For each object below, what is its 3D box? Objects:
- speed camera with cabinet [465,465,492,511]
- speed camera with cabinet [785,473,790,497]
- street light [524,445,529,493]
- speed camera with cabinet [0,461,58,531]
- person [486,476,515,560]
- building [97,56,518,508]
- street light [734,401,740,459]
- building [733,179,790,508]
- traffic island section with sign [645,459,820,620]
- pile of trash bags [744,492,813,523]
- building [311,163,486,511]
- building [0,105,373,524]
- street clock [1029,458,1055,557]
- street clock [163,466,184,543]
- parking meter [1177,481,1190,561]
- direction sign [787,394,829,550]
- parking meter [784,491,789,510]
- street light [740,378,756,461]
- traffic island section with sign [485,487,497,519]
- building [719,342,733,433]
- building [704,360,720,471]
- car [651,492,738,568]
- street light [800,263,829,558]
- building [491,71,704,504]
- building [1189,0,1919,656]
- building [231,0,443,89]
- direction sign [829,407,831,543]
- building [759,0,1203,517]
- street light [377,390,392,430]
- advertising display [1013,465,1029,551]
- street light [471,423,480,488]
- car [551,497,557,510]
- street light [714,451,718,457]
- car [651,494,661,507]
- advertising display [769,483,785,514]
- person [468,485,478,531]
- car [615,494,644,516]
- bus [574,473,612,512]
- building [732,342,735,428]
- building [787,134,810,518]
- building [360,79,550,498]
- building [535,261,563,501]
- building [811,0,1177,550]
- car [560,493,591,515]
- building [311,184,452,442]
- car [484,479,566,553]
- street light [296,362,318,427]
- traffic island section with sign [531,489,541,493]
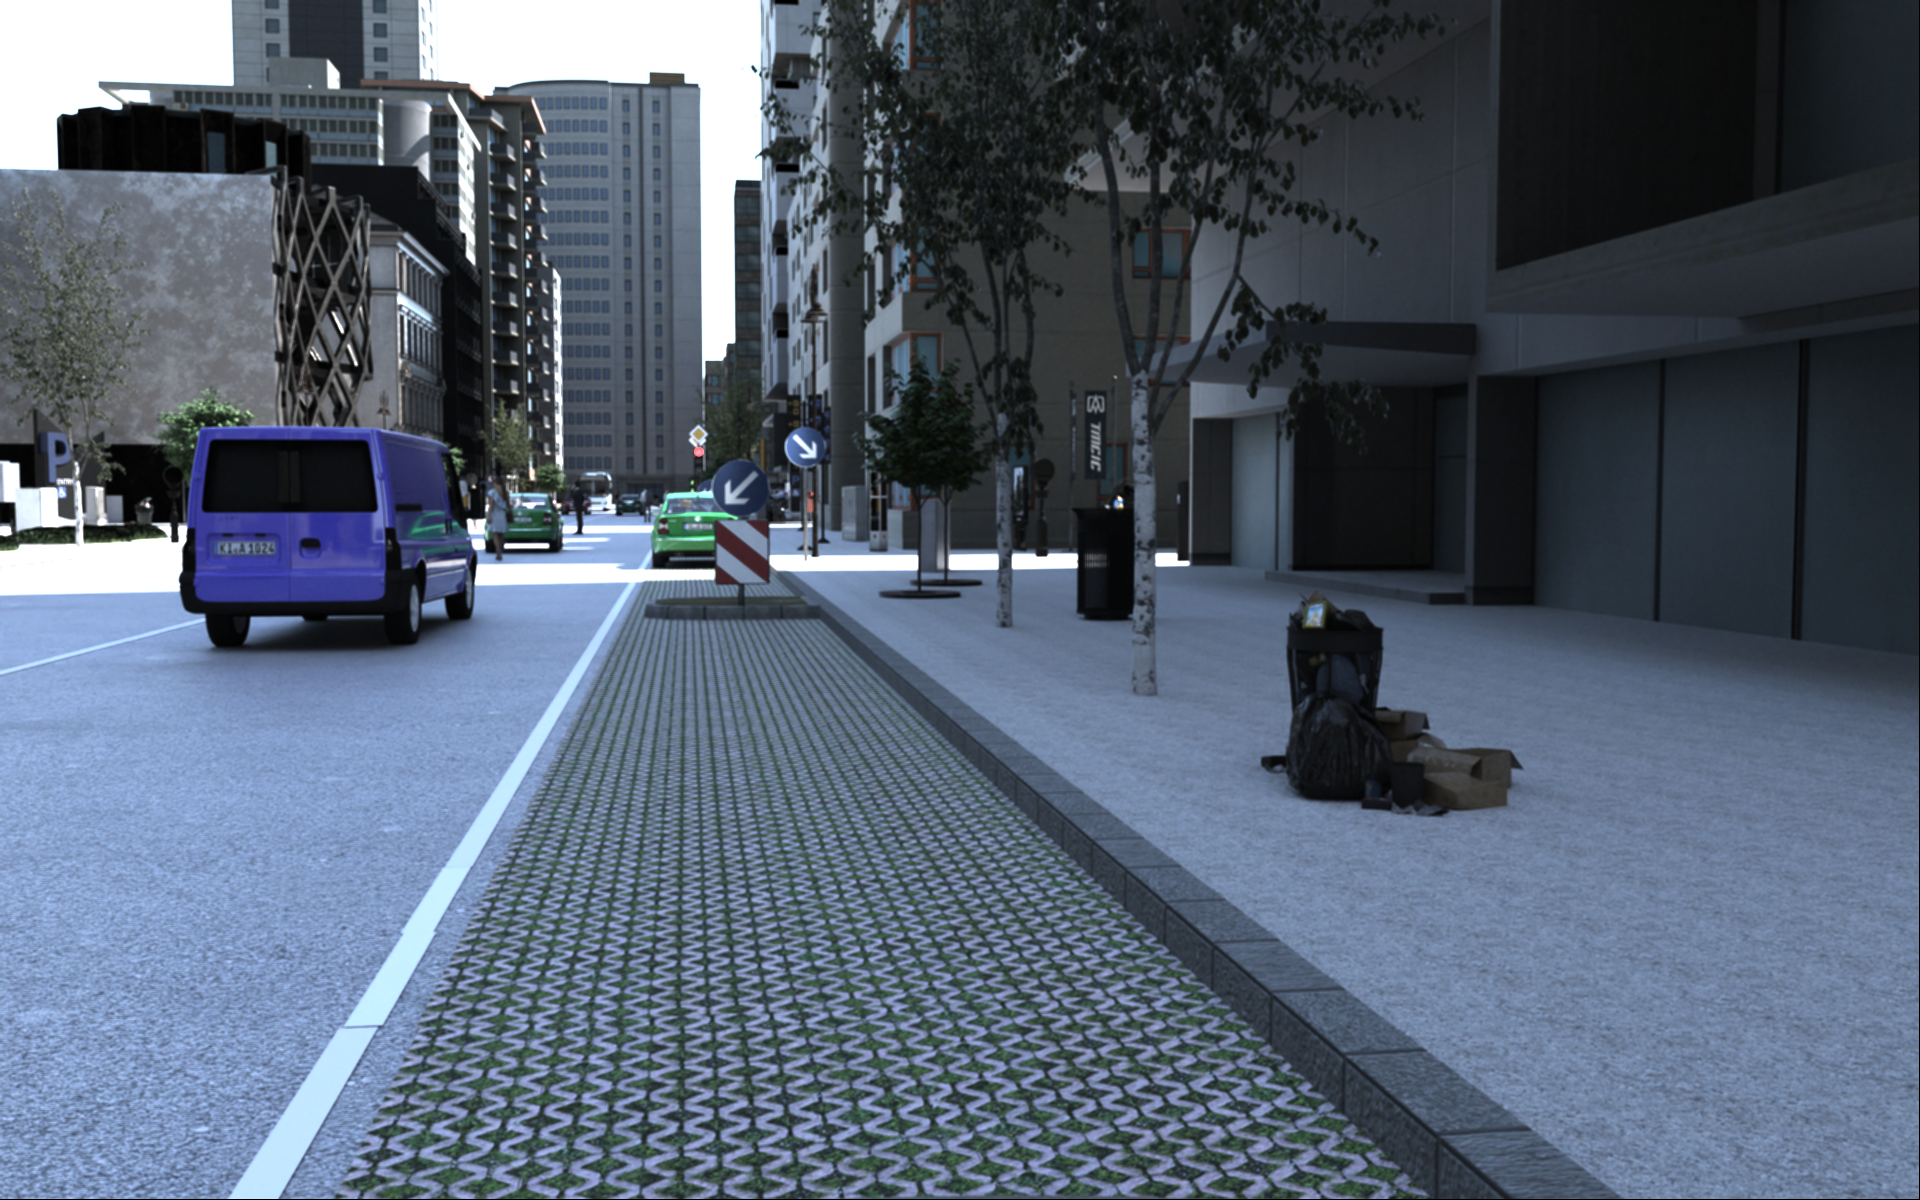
[{"bbox_3d":[-33.287,-7.670,119.747,2.038,3.252,0.660,2,4,29],"label":"speed camera with cabinet"},{"bbox_3d":[-14.012,-9.209,144.897,0.660,3.252,2.038,3,5,39],"label":"speed camera with cabinet"},{"bbox_3d":[-36.088,-10.471,143.996,0.468,5.910,1.993,-1,4,-9],"label":"street light"},{"bbox_3d":[-26.264,-3.311,48.466,2.038,3.252,0.660,1,4,20],"label":"speed camera with cabinet"},{"bbox_3d":[-9.918,-1.763,37.411,0.616,1.811,0.778,-2,4,-25],"label":"person"},{"bbox_3d":[-57.785,-28.557,158.782,32.217,40.220,23.993,-1,4,-9],"label":"building"},{"bbox_3d":[-10.821,-6.860,84.951,0.468,5.910,1.993,-1,4,-9],"label":"street light"},{"bbox_3d":[-14.118,-23.886,162.235,14.160,30.474,14.107,-1,4,-9],"label":"building"},{"bbox_3d":[-2.721,-0.728,20.525,1.989,1.847,2.006,-1,4,-9],"label":"traffic island section with sign"},{"bbox_3d":[-8.242,-4.178,78.064,3.447,1.369,1.912,0,4,-4],"label":"pile of trash bags"},{"bbox_3d":[-41.603,-18.050,124.796,12.332,23.373,15.834,-1,4,-9],"label":"building"},{"bbox_3d":[-37.535,-13.226,83.704,16.820,18.784,16.811,-1,4,-9],"label":"building"},{"bbox_3d":[1.667,-1.875,35.234,0.471,2.002,0.358,-2,4,-24],"label":"street clock"},{"bbox_3d":[-20.569,-2.492,45.320,0.471,2.002,0.358,-2,4,-32],"label":"street clock"},{"bbox_3d":[4.355,-1.517,33.207,0.372,1.533,0.369,0,3,0],"label":"parking meter"},{"bbox_3d":[-3.541,-2.907,39.531,0.876,3.537,0.379,1,4,20],"label":"direction sign"},{"bbox_3d":[-14.020,-8.055,140.109,0.372,1.533,0.369,0,3,0],"label":"parking meter"},{"bbox_3d":[-8.389,-5.896,69.180,0.468,5.910,1.993,-1,4,-9],"label":"street light"},{"bbox_3d":[-26.843,-5.607,100.310,1.989,1.847,2.006,-1,4,-9],"label":"traffic island section with sign"},{"bbox_3d":[-15.119,-22.557,213.840,27.650,21.520,28.899,-1,4,-9],"label":"building"},{"bbox_3d":[-22.529,-24.897,252.101,28.899,21.520,27.650,-1,4,-9],"label":"building"},{"bbox_3d":[-5.277,-1.602,34.983,1.959,1.807,4.718,0,4,-8],"label":"car"},{"bbox_3d":[-2.932,-3.799,34.902,0.468,5.910,1.993,-1,4,-9],"label":"street light"},{"bbox_3d":[-50.452,-42.914,243.635,28.212,58.520,21.231,-1,4,-9],"label":"building"},{"bbox_3d":[16.963,-26.300,19.237,28.713,52.752,27.495,-1,4,-9],"label":"building"},{"bbox_3d":[-73.271,-47.029,207.170,20.611,71.187,20.563,-1,4,-9],"label":"building"},{"bbox_3d":[-3.588,-3.257,45.254,0.379,3.537,0.876,-2,4,-31],"label":"direction sign"},{"bbox_3d":[-0.489,-32.828,125.973,28.713,52.752,27.495,-1,4,-9],"label":"building"},{"bbox_3d":[-25.430,-6.351,76.628,0.468,5.910,1.993,-1,4,-9],"label":"street light"},{"bbox_3d":[1.370,-2.077,39.176,0.123,1.923,0.974,-1,4,-12],"label":"advertising display"},{"bbox_3d":[-30.769,-8.397,110.071,0.468,5.910,1.993,-1,4,-9],"label":"street light"},{"bbox_3d":[-24.874,-5.502,102.316,2.083,1.381,4.827,0,4,-8],"label":"car"},{"bbox_3d":[-21.342,-10.953,151.862,0.468,5.910,1.993,-1,4,-9],"label":"street light"},{"bbox_3d":[-33.153,-10.788,186.173,2.009,1.686,4.222,-1,4,-10],"label":"car"},{"bbox_3d":[-10.607,-5.818,100.336,0.974,1.923,0.123,0,4,3],"label":"advertising display"},{"bbox_3d":[-19.057,-3.621,68.060,0.694,1.780,0.624,2,4,29],"label":"person"},{"bbox_3d":[-22.039,-6.371,115.956,2.131,1.459,4.920,0,4,-7],"label":"car"},{"bbox_3d":[-30.396,-9.129,144.124,2.948,3.499,13.247,-1,4,-10],"label":"bus"},{"bbox_3d":[-9.629,-20.789,184.939,27.650,21.520,28.899,-1,4,-9],"label":"building"},{"bbox_3d":[5.667,-15.395,96.741,28.899,21.520,27.650,-1,4,-9],"label":"building"},{"bbox_3d":[-56.089,-32.489,185.811,22.147,44.769,28.867,-1,4,-9],"label":"building"},{"bbox_3d":[-56.649,-27.080,214.453,14.107,30.474,14.160,-1,4,-9],"label":"building"},{"bbox_3d":[10.093,-12.884,55.685,27.650,21.520,28.899,-1,4,-9],"label":"building"},{"bbox_3d":[-26.482,-6.757,119.516,2.155,1.783,4.494,0,4,-7],"label":"car"},{"bbox_3d":[-38.226,-14.868,107.714,10.561,19.102,19.286,-1,4,-9],"label":"building"},{"bbox_3d":[-11.004,-2.144,43.843,1.959,1.807,4.718,-1,4,-11],"label":"car"},{"bbox_3d":[-22.961,-5.392,60.944,0.468,5.910,1.993,-1,4,-9],"label":"street light"},{"bbox_3d":[-31.027,-7.236,126.940,1.989,1.847,2.006,-1,4,-9],"label":"traffic island section with sign"}]
